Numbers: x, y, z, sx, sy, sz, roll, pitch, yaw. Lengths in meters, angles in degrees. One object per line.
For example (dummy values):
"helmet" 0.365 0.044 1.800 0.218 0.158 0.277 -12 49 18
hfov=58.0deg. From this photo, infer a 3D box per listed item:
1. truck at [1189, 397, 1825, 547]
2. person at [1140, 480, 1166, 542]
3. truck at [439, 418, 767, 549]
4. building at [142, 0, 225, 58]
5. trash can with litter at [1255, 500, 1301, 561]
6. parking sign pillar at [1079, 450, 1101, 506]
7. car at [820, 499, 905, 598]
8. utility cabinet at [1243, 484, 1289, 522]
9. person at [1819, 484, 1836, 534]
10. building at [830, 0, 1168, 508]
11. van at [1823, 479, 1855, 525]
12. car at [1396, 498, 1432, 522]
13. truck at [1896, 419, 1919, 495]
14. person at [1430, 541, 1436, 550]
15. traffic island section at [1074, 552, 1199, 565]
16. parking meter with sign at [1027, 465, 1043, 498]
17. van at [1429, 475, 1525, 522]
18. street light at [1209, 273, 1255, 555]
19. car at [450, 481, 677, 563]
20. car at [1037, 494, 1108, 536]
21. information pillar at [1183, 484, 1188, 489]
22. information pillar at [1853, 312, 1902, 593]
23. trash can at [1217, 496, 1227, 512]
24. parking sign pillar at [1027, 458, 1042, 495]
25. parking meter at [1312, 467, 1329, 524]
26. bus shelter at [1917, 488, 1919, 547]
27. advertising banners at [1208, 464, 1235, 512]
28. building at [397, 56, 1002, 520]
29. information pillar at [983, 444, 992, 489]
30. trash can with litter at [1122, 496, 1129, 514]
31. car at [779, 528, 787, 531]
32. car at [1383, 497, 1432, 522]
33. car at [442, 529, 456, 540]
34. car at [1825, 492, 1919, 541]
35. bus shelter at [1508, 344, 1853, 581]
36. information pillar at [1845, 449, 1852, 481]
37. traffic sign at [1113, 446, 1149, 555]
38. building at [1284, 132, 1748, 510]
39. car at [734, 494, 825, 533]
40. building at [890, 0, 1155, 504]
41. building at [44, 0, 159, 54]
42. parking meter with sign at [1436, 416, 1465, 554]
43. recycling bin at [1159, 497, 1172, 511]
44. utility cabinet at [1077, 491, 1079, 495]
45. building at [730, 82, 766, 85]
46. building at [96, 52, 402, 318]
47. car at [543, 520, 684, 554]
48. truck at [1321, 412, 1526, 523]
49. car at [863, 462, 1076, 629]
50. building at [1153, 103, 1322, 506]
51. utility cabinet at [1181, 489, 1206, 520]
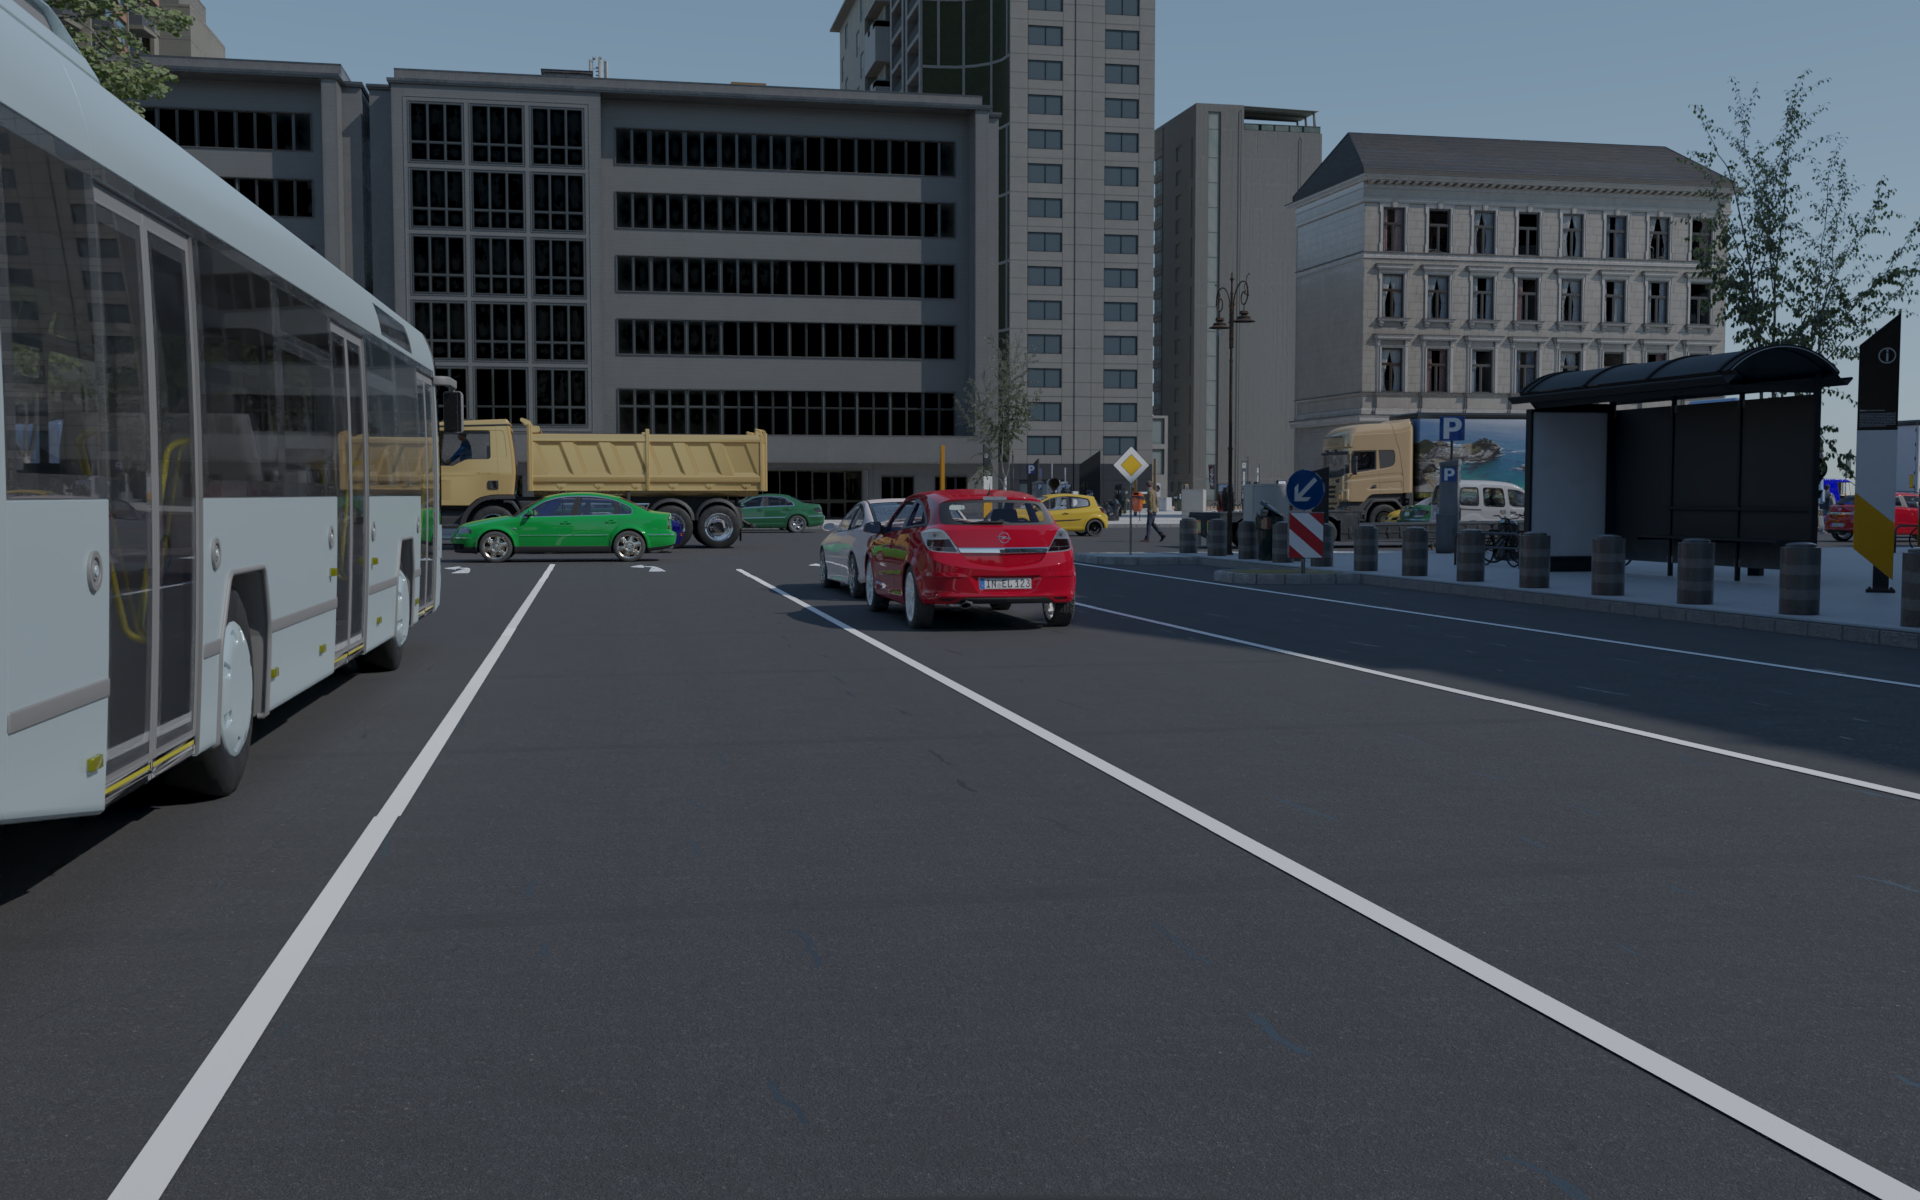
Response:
"truck" 15.640 -3.559 47.955 18.799 4.110 2.967 -1 4 -12
"person" 5.777 -2.663 51.957 0.836 1.842 0.656 0 4 -8
"truck" -10.115 -3.051 45.812 9.791 3.379 3.469 -1 4 -13
"building" -80.086 -32.701 158.368 21.600 48.544 21.300 -1 4 -12
"trash can with litter" 6.207 -1.341 33.316 1.055 1.170 0.624 1 4 17
"parking sign pillar" 7.994 -7.218 106.480 1.447 3.967 1.447 1 4 9
"car" -0.895 -0.794 25.336 2.083 1.381 4.827 -1 4 -13
"utility cabinet" 6.532 -1.733 37.010 1.173 1.500 0.318 -3 5 -40
"person" 31.207 -3.278 62.447 0.623 1.781 0.721 0 4 -4
"building" 3.171 -35.677 172.559 28.713 52.752 27.495 -1 4 -12
"van" 32.558 -3.796 66.447 5.245 2.365 2.240 -1 4 -11
"car" 16.457 -2.670 55.457 4.920 1.459 2.131 -1 4 -12
"truck" 41.150 -4.802 67.434 11.283 4.237 2.839 -1 4 -12
"person" 11.618 -2.019 41.394 0.818 1.842 0.514 0 4 6
"traffic island section" 3.607 -0.868 36.471 2.009 0.180 2.903 -1 4 -12
"parking meter with sign" 4.566 -6.497 102.485 0.543 3.016 1.738 -2 4 -24
"van" 16.244 -2.751 51.997 4.112 2.044 2.013 -1 4 -11
"street light" 5.673 -3.884 36.298 0.468 5.910 1.993 -1 4 -12
"car" -8.455 -1.729 37.072 4.718 1.807 1.959 -1 4 -11
"car" 3.033 -2.989 59.093 3.980 1.641 2.015 -1 4 -12
"information pillar" 17.035 -7.733 130.925 0.304 2.012 0.304 3 5 45
"information pillar" 11.911 -1.904 22.480 0.504 3.616 0.183 2 4 27
"trash can" 15.797 -5.638 103.830 0.748 1.137 0.748 0 3 0
"parking sign pillar" 5.663 -8.757 131.647 1.447 3.967 1.447 -3 4 -37
"parking meter" 7.662 -1.910 36.937 0.399 1.863 0.255 1 4 12
"bus shelter" 11.992 -2.333 15.774 2.179 5.291 8.768 -1 4 -12
"advertising banners" 15.306 -6.440 101.475 0.090 3.025 2.074 -3 5 -40
"building" -13.805 -16.498 88.808 30.058 24.678 14.314 -1 4 -12
"information pillar" 1.269 -5.454 80.526 0.504 3.616 0.183 -2 4 -35
"trash can with litter" 10.511 -6.146 111.867 0.624 1.170 1.055 1 4 22
"car" -8.153 -3.451 68.424 4.499 1.417 2.014 -1 4 -12
"car" 16.131 -2.915 57.876 3.980 1.641 2.015 -1 4 -13
"car" -14.567 -2.258 48.929 4.499 1.417 2.014 -1 4 -14
"car" 28.525 -2.651 52.383 4.494 1.783 2.155 -1 4 -10
"bus shelter" 10.579 -1.968 26.100 2.014 3.302 5.546 -1 4 -12
"information pillar" 46.188 -6.039 90.090 0.504 3.616 0.183 -3 4 -38
"traffic sign" 3.585 -2.003 36.390 0.795 2.450 0.064 -1 4 -12
"building" 21.205 -14.870 94.035 40.483 20.767 10.553 -1 4 -12
"car" -7.504 -3.221 64.460 4.920 1.459 2.131 -1 4 -11
"building" 3.639 -43.384 147.572 20.563 71.187 20.611 -1 4 -12
"building" -75.440 -29.333 134.213 22.147 44.769 28.867 -1 4 -12
"parking meter with sign" 10.742 -2.556 38.058 0.543 3.016 1.738 1 4 19
"recycling bin" 15.201 -7.079 128.289 0.722 1.027 0.722 3 5 40
"utility cabinet" 9.574 -7.831 136.720 0.318 1.500 1.173 -2 4 -29
"building" -40.396 -43.247 249.085 28.212 58.520 21.231 -1 4 -12
"building" -43.278 -16.106 82.406 30.058 24.678 14.314 -1 4 -12
"car" -8.735 -1.820 42.333 3.894 1.354 1.945 -1 4 -13
"truck" 17.675 -4.400 60.858 11.283 4.237 2.839 -1 4 -10
"car" 0.018 -0.675 20.070 2.155 1.783 4.494 -1 4 -12
"building" 29.371 -30.704 185.601 14.086 41.232 14.154 -1 4 -12
"utility cabinet" 11.166 -4.525 82.666 1.173 1.500 0.318 3 4 38
